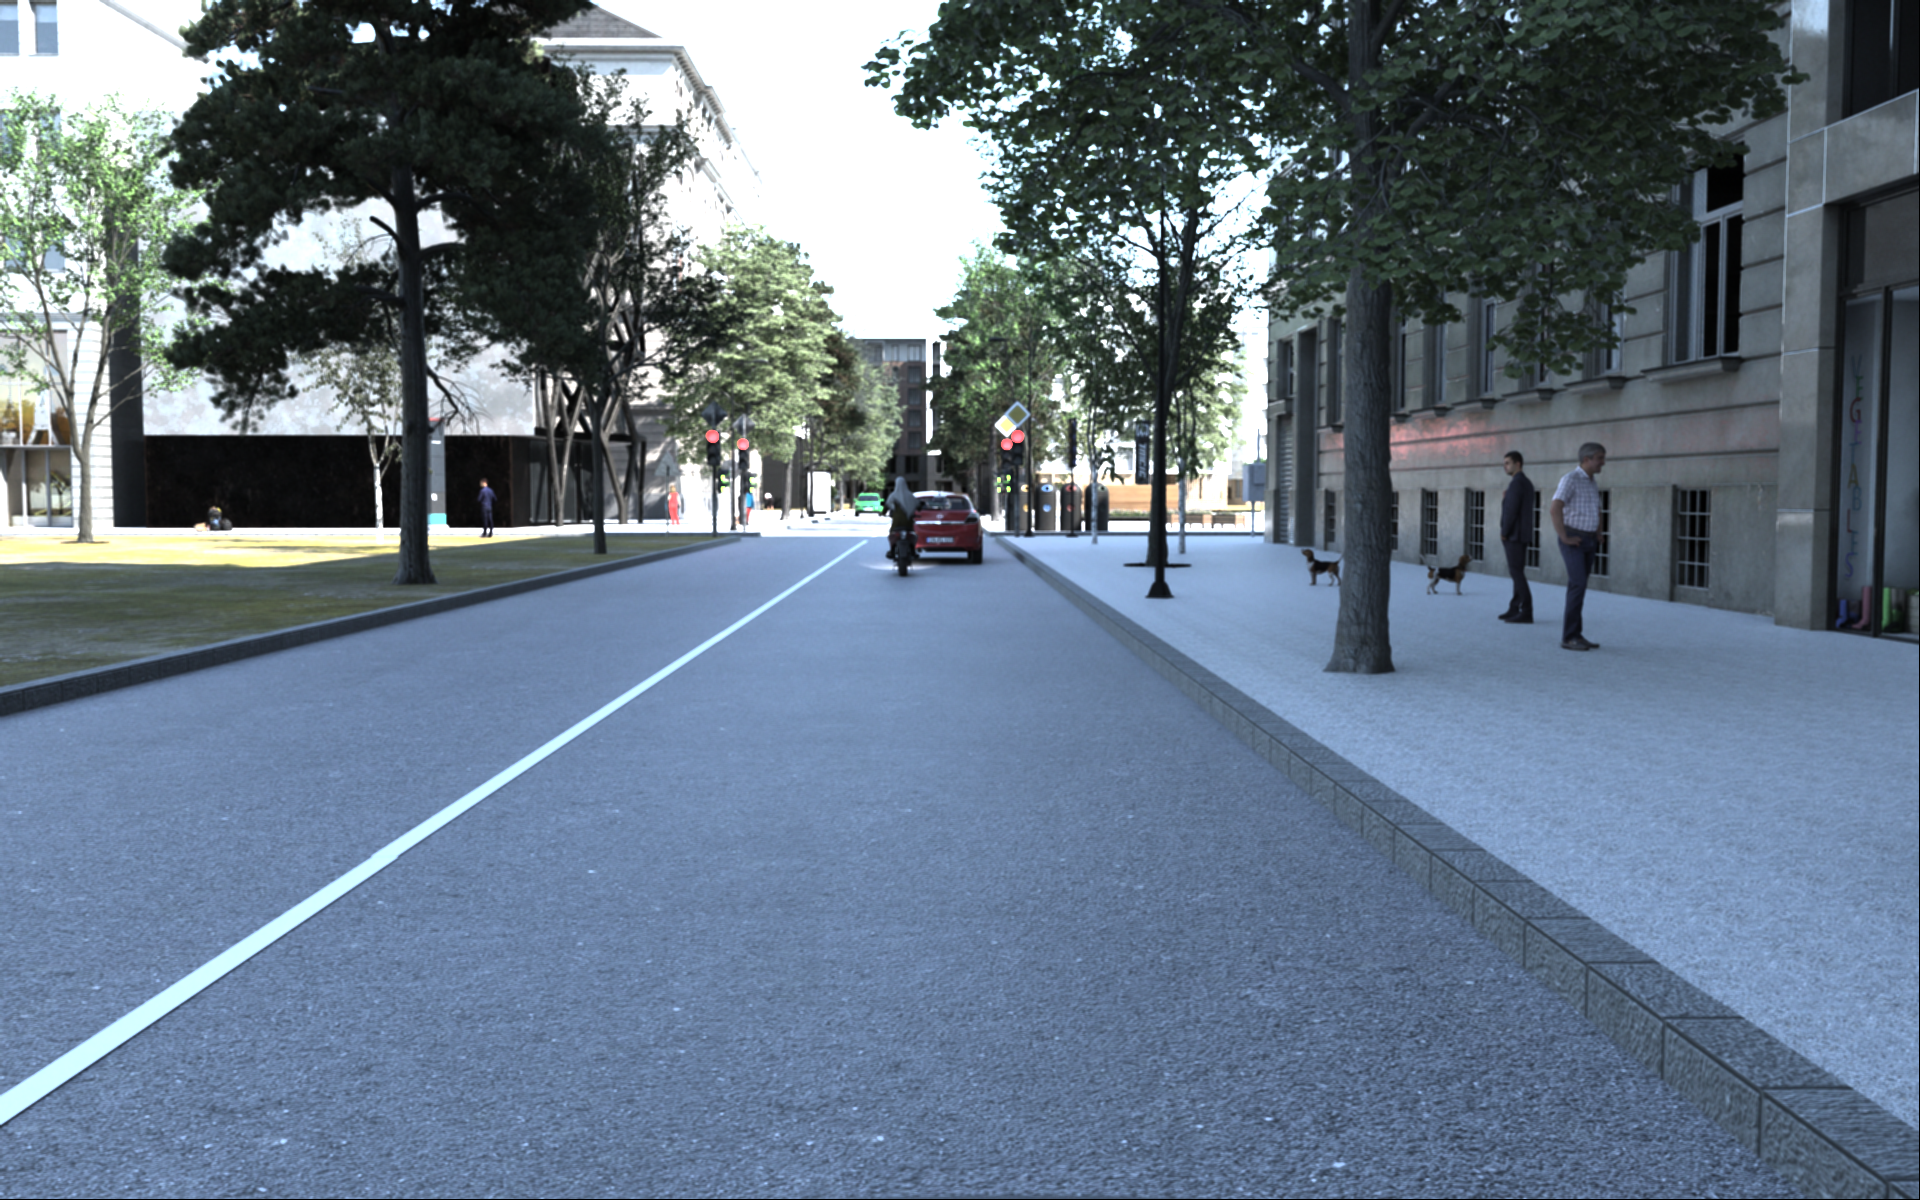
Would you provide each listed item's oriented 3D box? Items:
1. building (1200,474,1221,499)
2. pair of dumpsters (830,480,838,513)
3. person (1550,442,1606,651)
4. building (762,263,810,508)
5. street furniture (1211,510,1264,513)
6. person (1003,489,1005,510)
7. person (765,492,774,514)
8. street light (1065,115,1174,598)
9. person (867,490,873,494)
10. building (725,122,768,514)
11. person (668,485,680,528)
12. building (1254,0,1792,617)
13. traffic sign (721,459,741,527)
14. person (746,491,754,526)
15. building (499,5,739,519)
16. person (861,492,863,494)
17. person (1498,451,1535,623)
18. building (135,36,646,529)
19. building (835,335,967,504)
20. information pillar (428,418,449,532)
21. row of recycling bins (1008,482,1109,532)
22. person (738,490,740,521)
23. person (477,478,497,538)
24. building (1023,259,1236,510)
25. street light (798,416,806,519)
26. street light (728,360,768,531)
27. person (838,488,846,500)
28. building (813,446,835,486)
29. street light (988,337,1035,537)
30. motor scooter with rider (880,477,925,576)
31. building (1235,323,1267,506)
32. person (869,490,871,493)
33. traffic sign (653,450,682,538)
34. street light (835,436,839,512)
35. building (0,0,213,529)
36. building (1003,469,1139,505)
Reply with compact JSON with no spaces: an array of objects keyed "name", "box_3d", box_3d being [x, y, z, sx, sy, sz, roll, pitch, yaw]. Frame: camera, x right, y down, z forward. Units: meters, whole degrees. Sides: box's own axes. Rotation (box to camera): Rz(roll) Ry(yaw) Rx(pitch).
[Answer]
[{"name":"building","box_3d":[25.515,-22.324,231.447,31.486,18.905,16.747,0,4,-1]},{"name":"pair of dumpsters","box_3d":[-9.084,-6.983,116.669,1.574,2.255,4.436,0,4,-1]},{"name":"person","box_3d":[5.215,-0.456,14.430,0.756,1.711,0.436,-2,4,-35]},{"name":"building","box_3d":[-28.227,-18.781,151.038,27.936,21.610,32.646,0,4,-1]},{"name":"street furniture","box_3d":[29.144,-7.076,120.728,27.439,1.986,14.083,0,4,5]},{"name":"person","box_3d":[3.597,-7.905,136.201,0.530,1.710,0.541,-2,4,-35]},{"name":"person","box_3d":[-12.614,-6.423,114.248,0.799,1.438,0.628,1,4,18]},{"name":"street light","box_3d":[1.933,-2.981,21.282,1.470,5.913,1.316,0,4,-1]},{"name":"person","box_3d":[-9.042,-10.286,175.023,0.445,1.727,0.742,2,4,33]},{"name":"building","box_3d":[-20.858,-20.425,119.851,13.634,28.700,20.117,0,4,-1]},{"name":"person","box_3d":[-10.957,-3.572,66.144,0.593,1.614,0.444,-1,4,-18]},{"name":"building","box_3d":[15.554,-12.120,31.439,16.112,22.955,30.059,0,4,-1]},{"name":"traffic sign","box_3d":[-8.416,-3.882,63.574,0.768,2.556,0.104,0,4,2]},{"name":"person","box_3d":[-8.597,-3.820,70.198,0.593,1.614,0.444,-2,4,-28]},{"name":"building","box_3d":[-20.676,-19.001,98.063,14.401,28.519,23.554,0,4,-1]},{"name":"person","box_3d":[-10.505,-11.240,189.798,1.348,1.826,0.705,0,4,0]},{"name":"person","box_3d":[5.588,-0.638,17.397,0.541,1.710,0.530,-3,5,-45]},{"name":"building","box_3d":[-21.892,-12.512,72.028,16.820,18.784,16.811,0,4,-1]},{"name":"building","box_3d":[-6.626,-24.035,236.947,32.646,21.610,27.936,0,4,-1]},{"name":"information pillar","box_3d":[-18.073,-4.274,59.264,0.750,3.857,0.750,2,4,34]},{"name":"row of recycling bins","box_3d":[3.369,-3.228,59.888,3.534,1.692,1.069,0,4,-6]},{"name":"person","box_3d":[-9.819,-4.264,78.307,0.613,1.512,0.480,0,4,7]},{"name":"person","box_3d":[-13.924,-2.689,50.721,0.504,1.737,0.576,1,4,15]},{"name":"building","box_3d":[13.822,-17.648,144.969,16.016,20.091,11.380,0,4,-1]},{"name":"street light","box_3d":[-7.669,-7.172,89.808,1.470,5.913,1.316,0,4,-1]},{"name":"street light","box_3d":[-7.319,-5.349,59.990,1.470,5.913,1.316,0,4,-1]},{"name":"person","box_3d":[-10.948,-9.174,156.020,1.348,1.826,0.705,1,4,10]},{"name":"building","box_3d":[-30.619,-20.287,198.153,31.486,18.905,16.747,0,4,-1]},{"name":"street light","box_3d":[1.530,-4.831,51.526,1.470,5.913,1.316,0,4,-1]},{"name":"motor scooter with rider","box_3d":[-0.990,-1.334,30.775,0.876,1.779,1.986,0,4,-3]},{"name":"building","box_3d":[36.865,-20.890,197.964,11.380,20.091,16.016,0,4,-1]},{"name":"person","box_3d":[-10.296,-11.646,197.181,1.217,1.743,0.721,-1,4,-13]},{"name":"traffic sign","box_3d":[-8.587,-3.107,50.808,0.884,2.594,0.081,1,4,8]},{"name":"street light","box_3d":[-8.050,-9.073,120.890,1.470,5.913,1.316,0,4,-1]},{"name":"building","box_3d":[-46.638,-17.778,68.163,29.804,29.767,11.434,0,4,-1]},{"name":"building","box_3d":[13.609,-19.802,190.217,16.747,18.905,31.486,0,4,-1]}]
